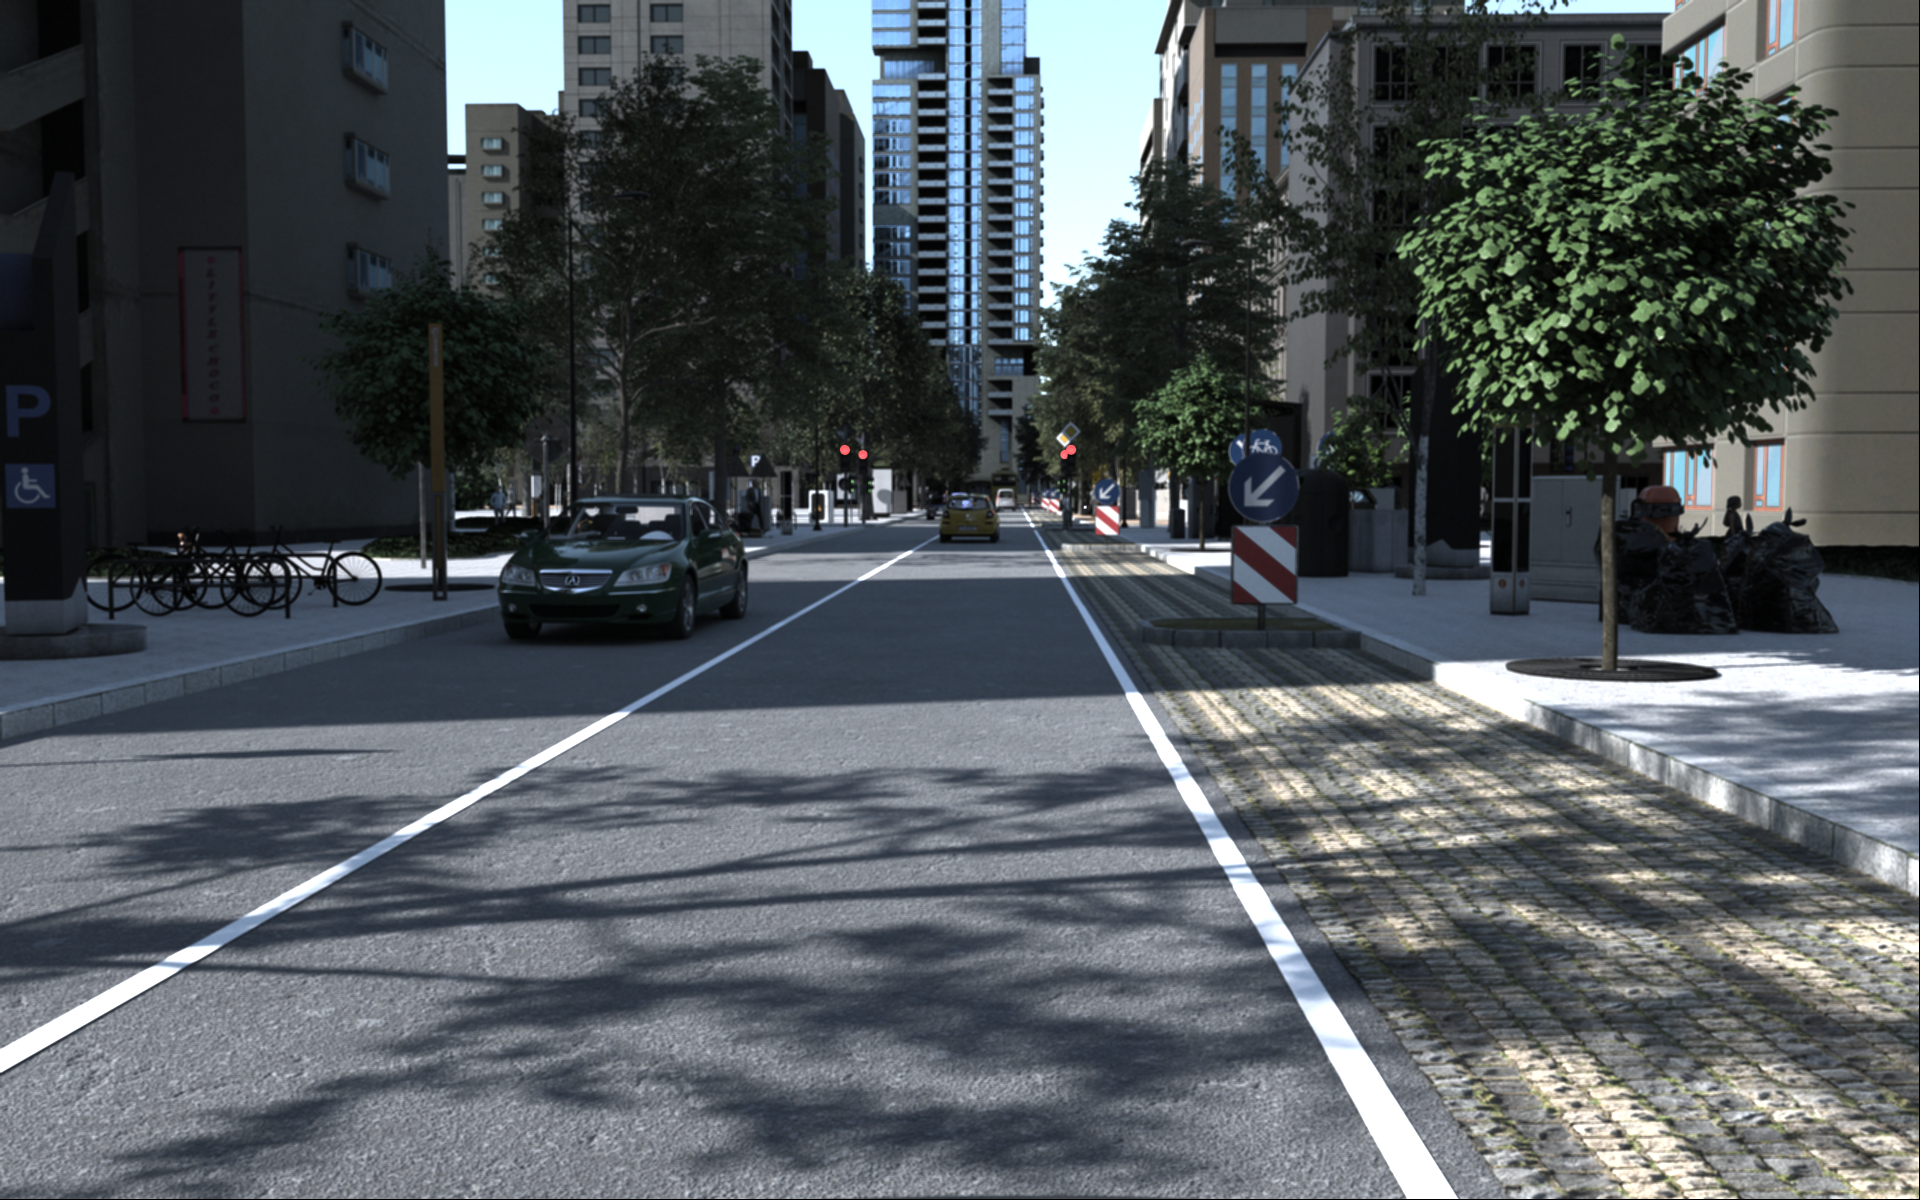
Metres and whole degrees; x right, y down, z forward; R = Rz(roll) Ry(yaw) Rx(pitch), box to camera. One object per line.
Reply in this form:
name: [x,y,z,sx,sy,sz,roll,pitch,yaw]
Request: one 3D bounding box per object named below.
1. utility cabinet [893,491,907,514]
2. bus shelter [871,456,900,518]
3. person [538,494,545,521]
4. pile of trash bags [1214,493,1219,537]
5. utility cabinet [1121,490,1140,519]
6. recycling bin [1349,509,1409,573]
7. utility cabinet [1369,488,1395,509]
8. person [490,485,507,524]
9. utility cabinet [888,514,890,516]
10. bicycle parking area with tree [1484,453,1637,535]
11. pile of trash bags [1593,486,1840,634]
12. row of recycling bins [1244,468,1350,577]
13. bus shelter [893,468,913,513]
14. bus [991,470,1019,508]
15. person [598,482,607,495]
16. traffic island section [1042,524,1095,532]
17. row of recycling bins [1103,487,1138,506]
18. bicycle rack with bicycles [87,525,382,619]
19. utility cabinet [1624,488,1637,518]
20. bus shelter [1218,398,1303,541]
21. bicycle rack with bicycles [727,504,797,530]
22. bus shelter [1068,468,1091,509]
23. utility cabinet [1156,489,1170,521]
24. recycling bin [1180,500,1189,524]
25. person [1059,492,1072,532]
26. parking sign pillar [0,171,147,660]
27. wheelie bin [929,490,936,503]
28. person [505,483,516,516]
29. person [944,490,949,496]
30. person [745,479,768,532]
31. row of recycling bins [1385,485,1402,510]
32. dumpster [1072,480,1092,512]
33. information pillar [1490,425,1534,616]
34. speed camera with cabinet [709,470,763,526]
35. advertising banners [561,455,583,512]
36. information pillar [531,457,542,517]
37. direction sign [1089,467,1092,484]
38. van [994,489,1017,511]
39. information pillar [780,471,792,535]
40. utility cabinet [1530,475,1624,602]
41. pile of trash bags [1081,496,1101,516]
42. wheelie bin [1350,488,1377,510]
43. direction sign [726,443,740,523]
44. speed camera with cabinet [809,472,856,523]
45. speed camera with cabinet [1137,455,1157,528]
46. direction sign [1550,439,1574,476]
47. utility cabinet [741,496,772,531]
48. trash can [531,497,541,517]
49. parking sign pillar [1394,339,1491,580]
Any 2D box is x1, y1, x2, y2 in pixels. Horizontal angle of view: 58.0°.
utility cabinet: [-3.911,-6.107,108.533,1.173,1.500,0.318,-2,4,-33]
bus shelter: [-4.291,-6.192,95.163,2.014,3.302,5.546,0,4,2]
person: [-15.041,-3.184,62.379,0.640,1.303,0.475,0,4,-4]
pile of trash bags: [8.271,-2.678,53.533,1.912,1.369,3.447,0,4,2]
utility cabinet: [9.631,-5.350,96.153,1.173,1.500,0.318,2,4,33]
recycling bin: [6.897,-0.977,28.526,0.722,1.027,0.722,-1,4,-23]
utility cabinet: [15.601,-3.422,64.629,1.173,1.500,0.318,-1,4,-15]
person: [-16.064,-3.208,60.306,0.589,1.601,0.330,0,4,-3]
utility cabinet: [-4.524,-5.419,99.759,1.020,1.237,0.306,-1,4,-23]
bicycle parking area with tree: [21.175,-4.006,52.495,9.016,4.147,8.231,-2,4,-25]
pile of trash bags: [7.347,-0.467,17.387,1.912,1.369,3.447,0,4,7]
row of recycling bins: [5.510,-1.299,28.358,1.069,1.692,3.534,0,4,-6]
bus shelter: [-4.033,-8.079,123.378,1.731,3.624,6.357,0,4,2]
bus: [4.541,-11.238,175.283,2.896,3.916,12.252,0,4,2]
person: [-13.994,-3.766,68.166,0.362,1.759,0.519,-3,5,-44]
traffic island section: [4.293,-2.729,66.905,2.009,0.180,2.903,0,4,2]
row of recycling bins: [9.217,-5.658,99.625,1.069,1.692,3.534,3,4,36]
bicycle rack with bicycles: [-8.054,-0.330,18.779,2.925,0.926,2.852,0,4,-3]
utility cabinet: [24.896,-3.421,64.607,0.318,1.500,1.173,3,4,36]
bus shelter: [7.545,-3.271,44.765,1.731,3.624,6.357,0,4,2]
bicycle rack with bicycles: [-7.159,-3.025,62.833,2.852,0.926,2.925,-1,4,-23]
bus shelter: [8.533,-8.124,126.758,2.014,3.302,5.546,0,4,2]
utility cabinet: [9.737,-4.475,81.842,0.318,1.500,1.173,-3,5,-39]
recycling bin: [9.670,-3.765,74.108,0.722,1.027,0.722,3,5,43]
person: [3.999,-3.304,65.113,0.523,1.515,0.503,-1,4,-10]
parking sign pillar: [-7.391,-1.558,13.939,1.447,3.967,1.447,-1,4,-19]
wheelie bin: [-2.385,-8.591,148.366,0.693,1.594,0.980,0,4,-4]
person: [-21.629,-4.718,83.372,0.728,1.800,0.709,-3,4,-36]
person: [-0.947,-6.631,117.754,0.563,1.720,0.643,-3,5,-44]
person: [-6.761,-3.120,57.456,0.834,1.777,0.661,3,5,40]
row of recycling bins: [17.489,-4.188,75.583,3.534,1.692,1.069,0,4,7]
dumpster: [8.465,-7.238,120.843,1.502,2.255,1.985,0,4,2]
information pillar: [5.849,-0.849,18.373,0.304,2.012,0.304,-3,5,-39]
speed camera with cabinet: [-8.625,-4.436,66.870,2.038,3.252,0.660,-2,4,-25]
advertising banners: [-17.198,-4.935,76.871,0.090,3.025,2.074,1,4,15]
information pillar: [-19.134,-5.313,78.228,0.183,3.616,0.504,3,5,40]
direction sign: [10.894,-9.061,140.151,0.876,3.537,0.379,-1,4,-11]
van: [3.876,-8.553,146.855,2.013,2.044,4.112,0,4,1]
information pillar: [-5.478,-3.068,54.661,0.304,2.012,0.304,-1,4,-23]
utility cabinet: [7.260,-0.733,20.661,0.318,1.500,1.173,-2,4,-33]
pile of trash bags: [8.148,-5.715,103.194,1.912,1.369,3.447,0,4,4]
wheelie bin: [8.956,-1.883,38.703,0.693,1.594,0.980,1,4,11]
direction sign: [-10.252,-5.231,77.525,0.876,3.537,0.379,-3,4,-37]
speed camera with cabinet: [-5.690,-5.058,77.034,2.038,3.252,0.660,1,4,20]
speed camera with cabinet: [7.090,-4.356,65.561,0.660,3.252,2.038,1,4,10]
direction sign: [22.157,-4.394,63.831,0.876,3.537,0.379,0,4,-3]
utility cabinet: [-7.075,-3.003,60.268,1.020,1.237,0.306,1,4,13]
trash can: [-18.734,-4.008,77.177,0.748,1.137,0.748,0,3,0]
parking sign pillar: [7.409,-2.324,26.462,1.447,3.967,1.447,-1,4,-19]
